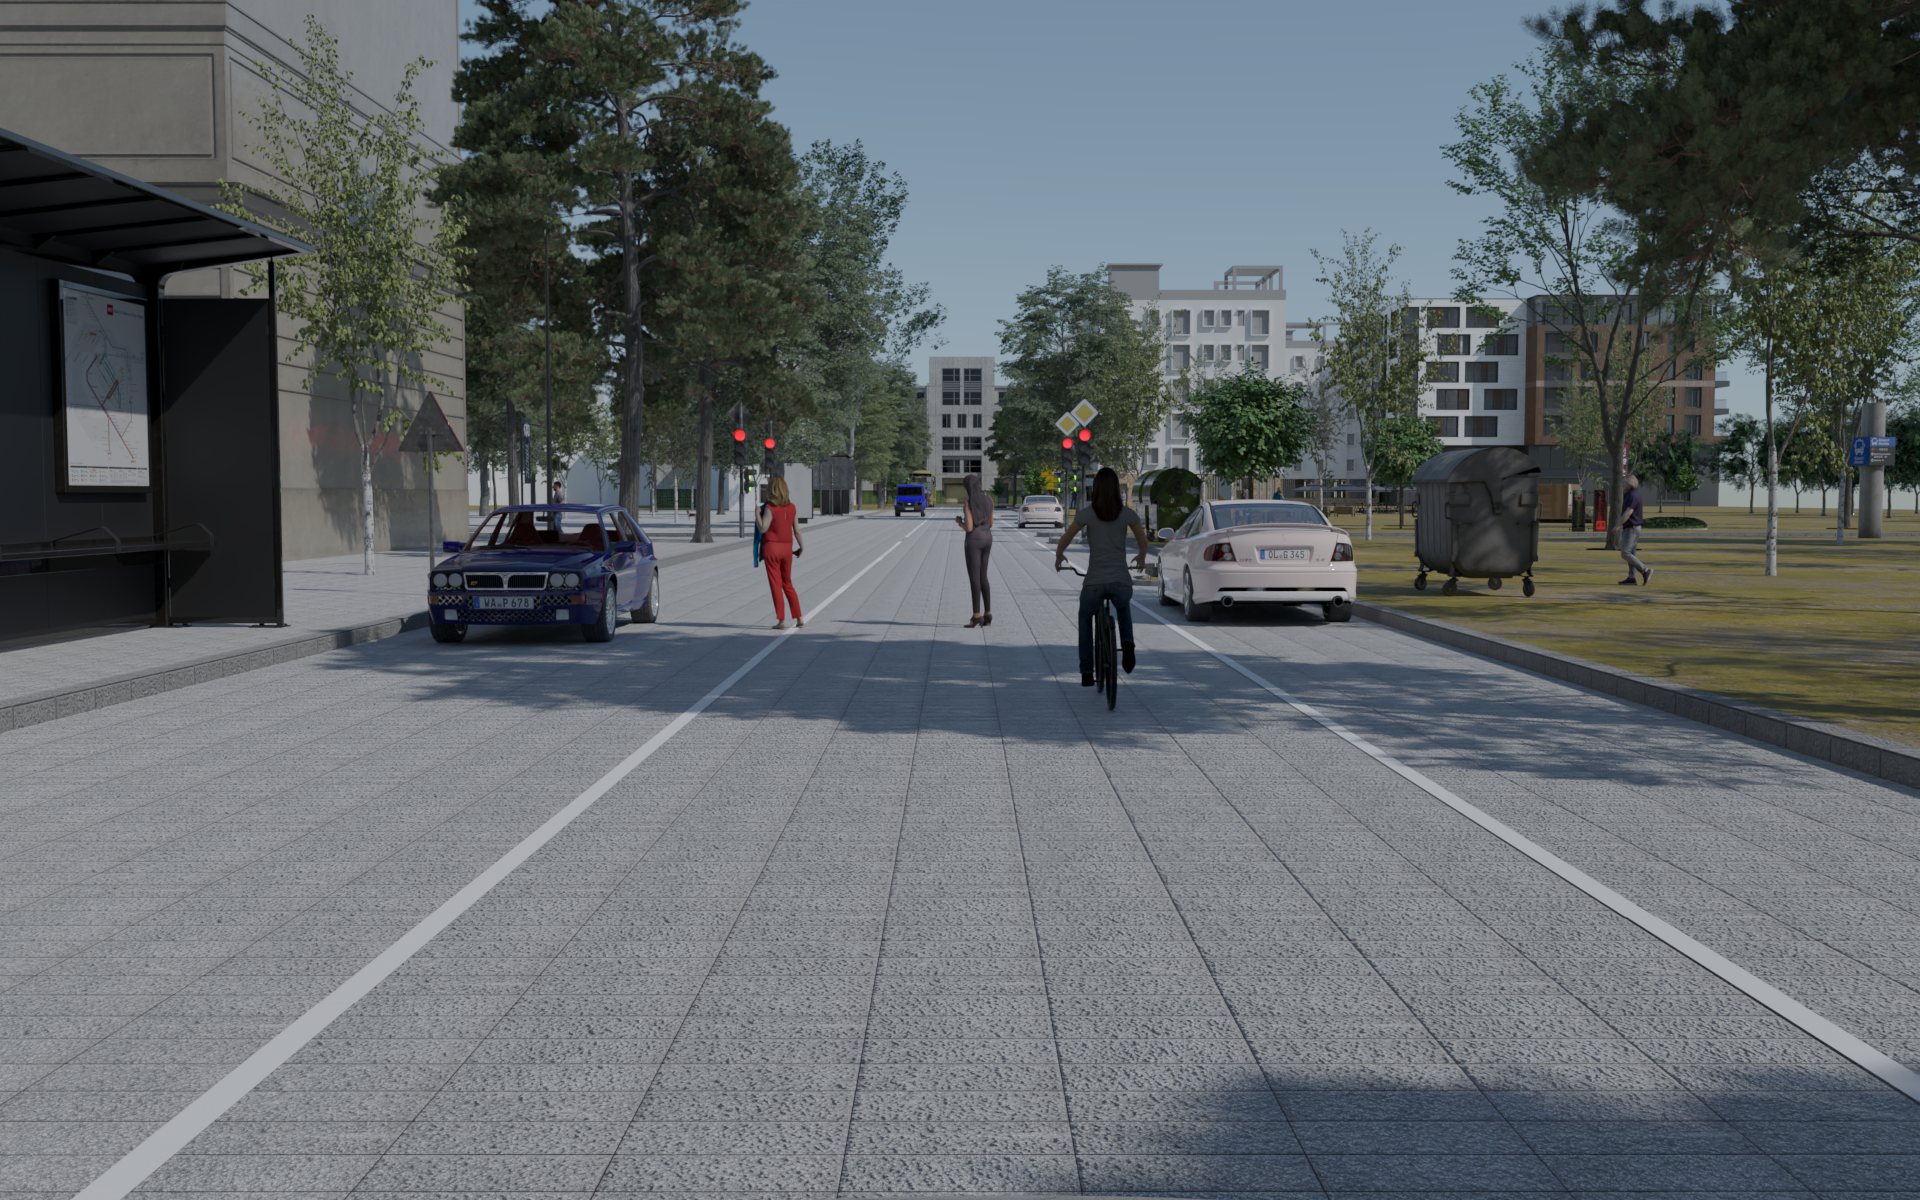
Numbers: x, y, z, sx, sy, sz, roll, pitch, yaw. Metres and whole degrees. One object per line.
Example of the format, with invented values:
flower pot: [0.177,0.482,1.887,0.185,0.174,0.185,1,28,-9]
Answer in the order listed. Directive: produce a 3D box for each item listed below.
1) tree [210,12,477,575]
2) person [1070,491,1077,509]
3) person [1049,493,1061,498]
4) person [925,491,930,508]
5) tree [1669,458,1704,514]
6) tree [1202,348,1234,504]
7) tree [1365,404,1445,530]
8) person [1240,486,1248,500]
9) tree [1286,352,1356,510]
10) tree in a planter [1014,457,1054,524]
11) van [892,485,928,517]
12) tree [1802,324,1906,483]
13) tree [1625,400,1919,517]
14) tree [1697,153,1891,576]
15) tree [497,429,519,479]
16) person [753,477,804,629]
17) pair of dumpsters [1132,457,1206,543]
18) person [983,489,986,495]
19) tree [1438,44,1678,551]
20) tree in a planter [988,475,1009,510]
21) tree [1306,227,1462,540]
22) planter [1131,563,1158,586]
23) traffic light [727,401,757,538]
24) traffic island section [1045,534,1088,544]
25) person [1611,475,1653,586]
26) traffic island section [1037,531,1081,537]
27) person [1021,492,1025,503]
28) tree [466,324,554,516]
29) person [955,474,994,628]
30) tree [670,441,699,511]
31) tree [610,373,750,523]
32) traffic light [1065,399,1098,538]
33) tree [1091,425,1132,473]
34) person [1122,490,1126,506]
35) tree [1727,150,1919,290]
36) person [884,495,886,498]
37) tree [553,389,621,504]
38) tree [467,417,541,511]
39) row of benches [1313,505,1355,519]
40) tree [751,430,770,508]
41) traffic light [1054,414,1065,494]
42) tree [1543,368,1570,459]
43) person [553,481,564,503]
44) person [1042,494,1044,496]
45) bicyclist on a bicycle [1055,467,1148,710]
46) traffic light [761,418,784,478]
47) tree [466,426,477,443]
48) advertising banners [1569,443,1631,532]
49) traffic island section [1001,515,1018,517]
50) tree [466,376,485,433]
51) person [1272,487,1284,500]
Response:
tree: [-9.328,-4.683,26.932,4.737,8.622,4.395,0,3,0]
person: [9.723,-8.633,147.635,0.683,1.767,0.568,1,4,13]
person: [8.503,-9.289,157.551,1.348,1.869,0.705,0,4,8]
person: [-3.277,-10.210,176.355,0.541,1.710,0.530,-1,4,-11]
tree: [38.103,-5.914,91.301,1.663,3.219,1.824,0,3,0]
tree: [12.299,-8.276,85.680,4.737,8.622,4.395,0,3,0]
tree: [16.129,-4.853,63.061,4.285,4.588,4.351,0,3,0]
person: [15.488,-5.317,93.805,0.655,1.722,0.431,-1,4,-21]
tree: [18.417,-8.474,88.914,4.360,8.622,3.978,0,3,0]
tree in a planter: [3.612,-5.260,83.220,1.991,3.239,1.994,0,3,0]
van: [-3.139,-6.442,109.703,2.240,2.365,5.245,0,3,0]
tree: [36.157,-7.351,70.555,4.360,8.622,3.978,0,3,0]
tree: [55.467,-9.381,116.279,20.602,7.101,11.467,0,4,2]
tree: [12.885,-4.671,26.741,4.737,8.622,4.395,0,3,0]
tree: [-31.106,-12.477,126.054,6.751,12.117,7.091,0,3,0]
person: [-1.919,-0.500,18.377,0.593,1.614,0.444,-1,4,-18]
pair of dumpsters: [5.730,-2.765,47.695,1.574,2.255,4.436,0,4,0]
person: [2.063,-8.469,146.950,0.705,1.826,1.348,0,4,-5]
tree: [14.770,-6.923,38.945,9.928,11.665,9.643,0,3,0]
tree in a planter: [3.570,-10.005,160.811,1.991,3.239,1.994,0,3,0]
tree: [11.369,-5.949,47.621,4.737,8.622,4.395,0,3,0]
planter: [3.661,-0.402,27.707,1.991,0.319,1.994,0,3,0]
traffic light: [-6.362,-3.748,50.530,0.839,4.213,0.868,0,3,0]
traffic island section: [3.640,-1.736,50.665,2.009,0.180,2.903,0,3,0]
person: [9.443,-0.981,24.290,0.569,1.553,0.471,-2,4,-29]
traffic island section: [3.634,-2.224,58.650,2.009,0.180,2.903,0,3,0]
person: [7.211,-11.565,195.001,0.709,1.838,0.599,1,4,16]
tree: [-27.462,-11.779,99.239,9.857,13.997,8.962,0,3,0]
person: [0.157,-0.530,18.634,0.415,1.643,0.593,0,4,2]
tree: [-20.206,-10.981,129.899,4.737,8.622,4.395,0,3,0]
tree: [-12.360,-7.711,76.431,4.360,8.622,3.978,0,3,0]
traffic light: [3.600,-3.750,50.552,0.839,4.213,0.868,0,3,0]
tree: [10.988,-10.796,126.874,4.360,8.622,3.978,0,3,0]
person: [10.871,-6.558,115.333,0.319,1.574,0.516,1,4,17]
tree: [11.190,-5.111,17.970,7.601,10.594,8.767,1,4,8]
person: [-7.577,-10.007,169.522,0.709,1.838,0.599,-3,5,-41]
tree: [-20.595,-8.576,90.573,4.737,8.622,4.395,0,3,0]
tree: [-31.289,-11.056,115.170,7.601,10.594,8.767,-2,4,-27]
row of benches: [20.468,-5.107,98.970,4.104,0.672,1.422,2,4,26]
tree: [-11.540,-8.970,97.025,4.360,8.622,3.978,0,3,0]
traffic light: [3.594,-4.238,58.538,0.839,4.213,0.868,0,3,0]
tree: [26.785,-7.285,69.470,4.737,8.622,4.395,0,3,0]
person: [-9.442,-1.990,40.541,0.435,1.587,0.963,-2,4,-29]
person: [8.464,-10.520,178.782,0.721,1.736,1.217,0,4,4]
bicyclist on a bicycle: [0.998,-0.117,11.942,1.499,1.676,1.625,0,4,1]
traffic light: [-6.367,-4.237,58.515,0.839,4.213,0.868,0,3,0]
tree: [-26.727,-8.544,90.049,4.360,8.622,3.978,0,3,0]
advertising banners: [21.724,-3.828,58.772,2.074,3.025,0.090,0,4,-3]
traffic island section: [3.604,-5.345,110.259,1.991,0.108,1.994,0,3,0]
tree: [-25.790,-10.404,80.473,12.009,13.543,11.850,0,3,0]
person: [14.995,-4.535,81.888,0.444,1.614,0.593,-2,4,-27]
